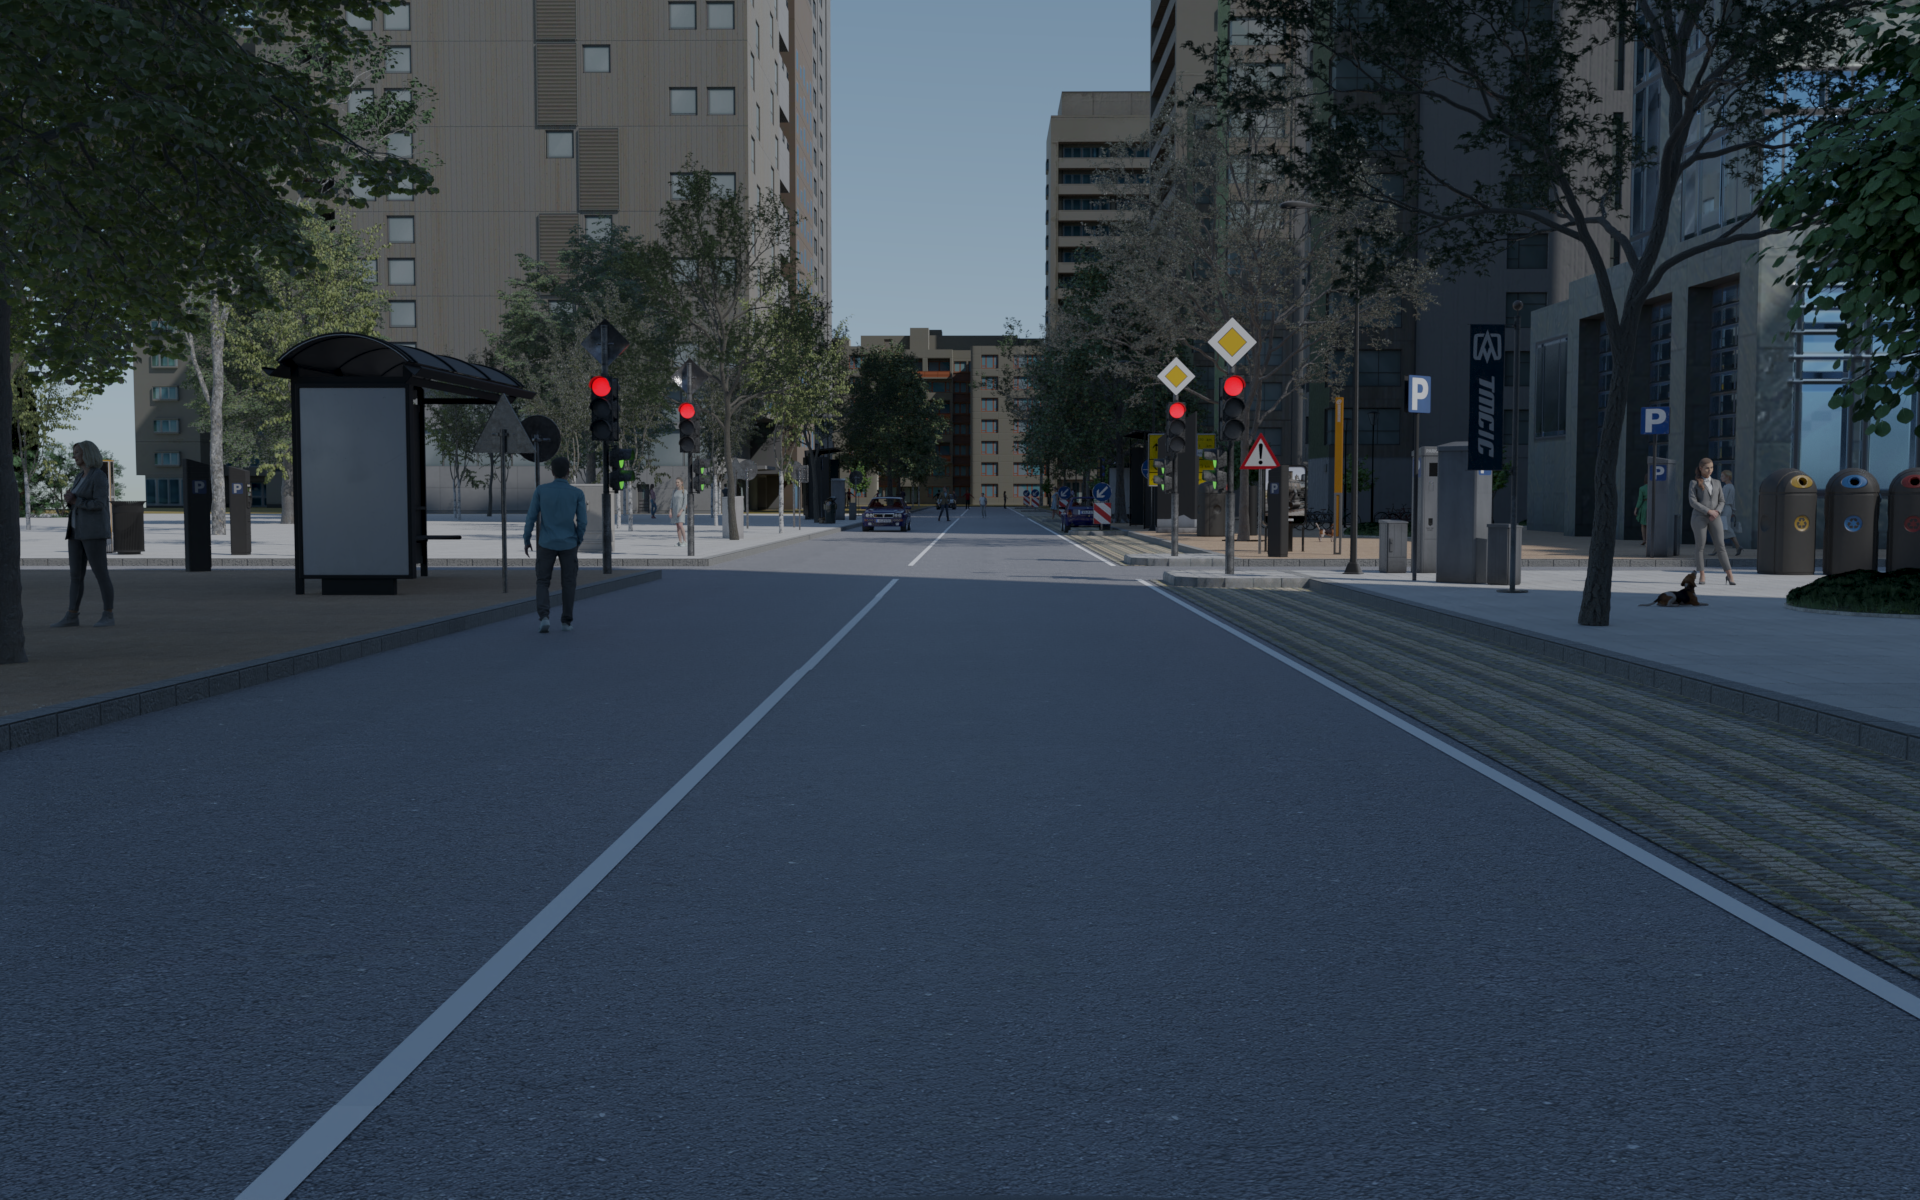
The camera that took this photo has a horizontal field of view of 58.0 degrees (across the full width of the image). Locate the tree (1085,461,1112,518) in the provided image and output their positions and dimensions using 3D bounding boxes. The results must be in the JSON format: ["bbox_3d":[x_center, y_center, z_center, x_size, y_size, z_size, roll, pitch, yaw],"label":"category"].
[{"bbox_3d":[7.717,-5.962,92.084,1.663,3.219,1.824,0,3,0],"label":"tree"}]

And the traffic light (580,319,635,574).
[{"bbox_3d":[-5.660,-2.375,27.755,0.839,4.253,0.868,0,4,1],"label":"traffic light"}]

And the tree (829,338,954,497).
[{"bbox_3d":[-5.260,-12.874,127.493,9.611,12.733,9.660,0,3,0],"label":"tree"}]

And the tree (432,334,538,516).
[{"bbox_3d":[-26.576,-10.051,98.750,7.601,10.594,8.767,0,4,-7],"label":"tree"}]

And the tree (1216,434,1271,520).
[{"bbox_3d":[13.887,-6.243,85.780,4.285,4.588,4.351,0,3,0],"label":"tree"}]

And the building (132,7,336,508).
[{"bbox_3d":[-65.146,-33.304,168.214,21.600,48.544,21.300,0,4,1],"label":"building"}]

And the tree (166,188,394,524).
[{"bbox_3d":[-28.848,-10.243,74.133,9.857,13.997,8.962,0,3,0],"label":"tree"}]

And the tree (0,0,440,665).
[{"bbox_3d":[-7.509,-5.815,13.200,7.486,12.596,7.792,0,3,0],"label":"tree"}]

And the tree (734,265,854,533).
[{"bbox_3d":[-5.590,-6.476,56.247,4.737,8.622,4.395,0,3,0],"label":"tree"}]

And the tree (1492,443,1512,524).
[{"bbox_3d":[17.346,-3.805,56.805,1.663,3.219,1.824,0,3,0],"label":"tree"}]

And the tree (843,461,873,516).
[{"bbox_3d":[-5.837,-6.553,101.749,1.663,3.219,1.824,0,3,0],"label":"tree"}]

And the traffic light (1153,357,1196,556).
[{"bbox_3d":[4.409,-2.856,35.621,0.839,4.253,0.868,0,4,1],"label":"traffic light"}]

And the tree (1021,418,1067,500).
[{"bbox_3d":[8.620,-12.850,144.503,7.601,10.594,8.767,1,4,16],"label":"tree"}]

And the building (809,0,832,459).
[{"bbox_3d":[-23.432,-44.579,167.111,20.611,71.187,20.563,0,4,1],"label":"building"}]

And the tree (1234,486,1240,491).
[{"bbox_3d":[13.801,-5.883,90.792,1.663,3.219,1.824,0,3,0],"label":"tree"}]

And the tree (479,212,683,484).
[{"bbox_3d":[-17.192,-10.612,80.156,9.857,13.997,8.962,0,3,0],"label":"tree"}]

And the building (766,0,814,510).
[{"bbox_3d":[-19.873,-30.273,145.078,14.600,45.320,14.200,0,4,1],"label":"building"}]

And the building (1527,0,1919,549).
[{"bbox_3d":[33.992,-45.002,48.447,31.000,86.520,22.319,0,4,1],"label":"building"}]

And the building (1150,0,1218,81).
[{"bbox_3d":[27.229,-31.736,142.581,21.300,48.544,21.600,0,4,1],"label":"building"}]

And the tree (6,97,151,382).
[{"bbox_3d":[-24.329,-7.187,43.266,9.928,11.665,9.643,0,3,0],"label":"tree"}]

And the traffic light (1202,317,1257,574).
[{"bbox_3d":[4.301,-2.368,27.636,0.839,4.253,0.868,0,4,1],"label":"traffic light"}]

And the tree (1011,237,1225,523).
[{"bbox_3d":[6.974,-9.740,76.250,9.611,12.733,9.660,0,3,0],"label":"tree"}]

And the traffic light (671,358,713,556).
[{"bbox_3d":[-5.551,-2.864,35.740,0.839,4.253,0.868,0,4,1],"label":"traffic light"}]

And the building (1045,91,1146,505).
[{"bbox_3d":[21.157,-35.982,212.004,21.600,48.544,21.300,0,4,1],"label":"building"}]

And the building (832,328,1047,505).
[{"bbox_3d":[-4.051,-22.691,216.041,28.899,21.520,27.650,0,4,1],"label":"building"}]

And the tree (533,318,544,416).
[{"bbox_3d":[-12.977,-6.975,64.398,4.360,8.622,3.978,0,3,0],"label":"tree"}]

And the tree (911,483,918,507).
[{"bbox_3d":[-4.328,-13.283,167.541,4.737,8.622,4.395,0,3,0],"label":"tree"}]

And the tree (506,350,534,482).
[{"bbox_3d":[-15.746,-7.281,69.409,4.360,8.622,3.978,0,3,0],"label":"tree"}]

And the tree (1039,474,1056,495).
[{"bbox_3d":[8.500,-10.528,166.727,1.663,3.219,1.824,0,3,0],"label":"tree"}]

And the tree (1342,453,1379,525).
[{"bbox_3d":[16.206,-4.681,71.129,1.663,3.219,1.824,0,3,0],"label":"tree"}]

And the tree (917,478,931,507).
[{"bbox_3d":[-4.337,-13.905,177.702,4.360,8.622,3.978,0,3,0],"label":"tree"}]

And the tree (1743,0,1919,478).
[{"bbox_3d":[6.112,-1.572,9.422,4.285,4.588,4.351,0,3,0],"label":"tree"}]

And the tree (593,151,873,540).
[{"bbox_3d":[-6.639,-6.945,47.964,7.601,10.594,8.767,0,4,-7],"label":"tree"}]

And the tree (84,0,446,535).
[{"bbox_3d":[-22.511,-12.177,54.989,12.611,20.169,13.585,0,3,0],"label":"tree"}]

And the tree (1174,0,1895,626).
[{"bbox_3d":[6.235,-5.007,16.274,8.767,10.594,7.601,-1,4,-10],"label":"tree"}]

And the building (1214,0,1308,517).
[{"bbox_3d":[22.074,-25.656,103.070,14.154,41.232,14.086,0,4,1],"label":"building"}]

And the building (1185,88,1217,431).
[{"bbox_3d":[23.133,-21.631,125.366,14.160,30.474,14.107,0,4,1],"label":"building"}]

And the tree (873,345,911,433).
[{"bbox_3d":[-6.394,-8.740,77.311,8.767,10.594,7.601,0,4,-6],"label":"tree"}]

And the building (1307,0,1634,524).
[{"bbox_3d":[23.147,-18.937,81.327,14.160,30.474,14.107,0,4,1],"label":"building"}]

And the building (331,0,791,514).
[{"bbox_3d":[-26.814,-32.715,124.134,28.713,52.752,27.495,0,4,1],"label":"building"}]

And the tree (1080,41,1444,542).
[{"bbox_3d":[7.753,-8.335,46.645,12.009,13.543,11.850,0,3,0],"label":"tree"}]

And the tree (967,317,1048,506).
[{"bbox_3d":[7.635,-20.167,185.620,12.611,20.169,13.585,0,3,0],"label":"tree"}]
